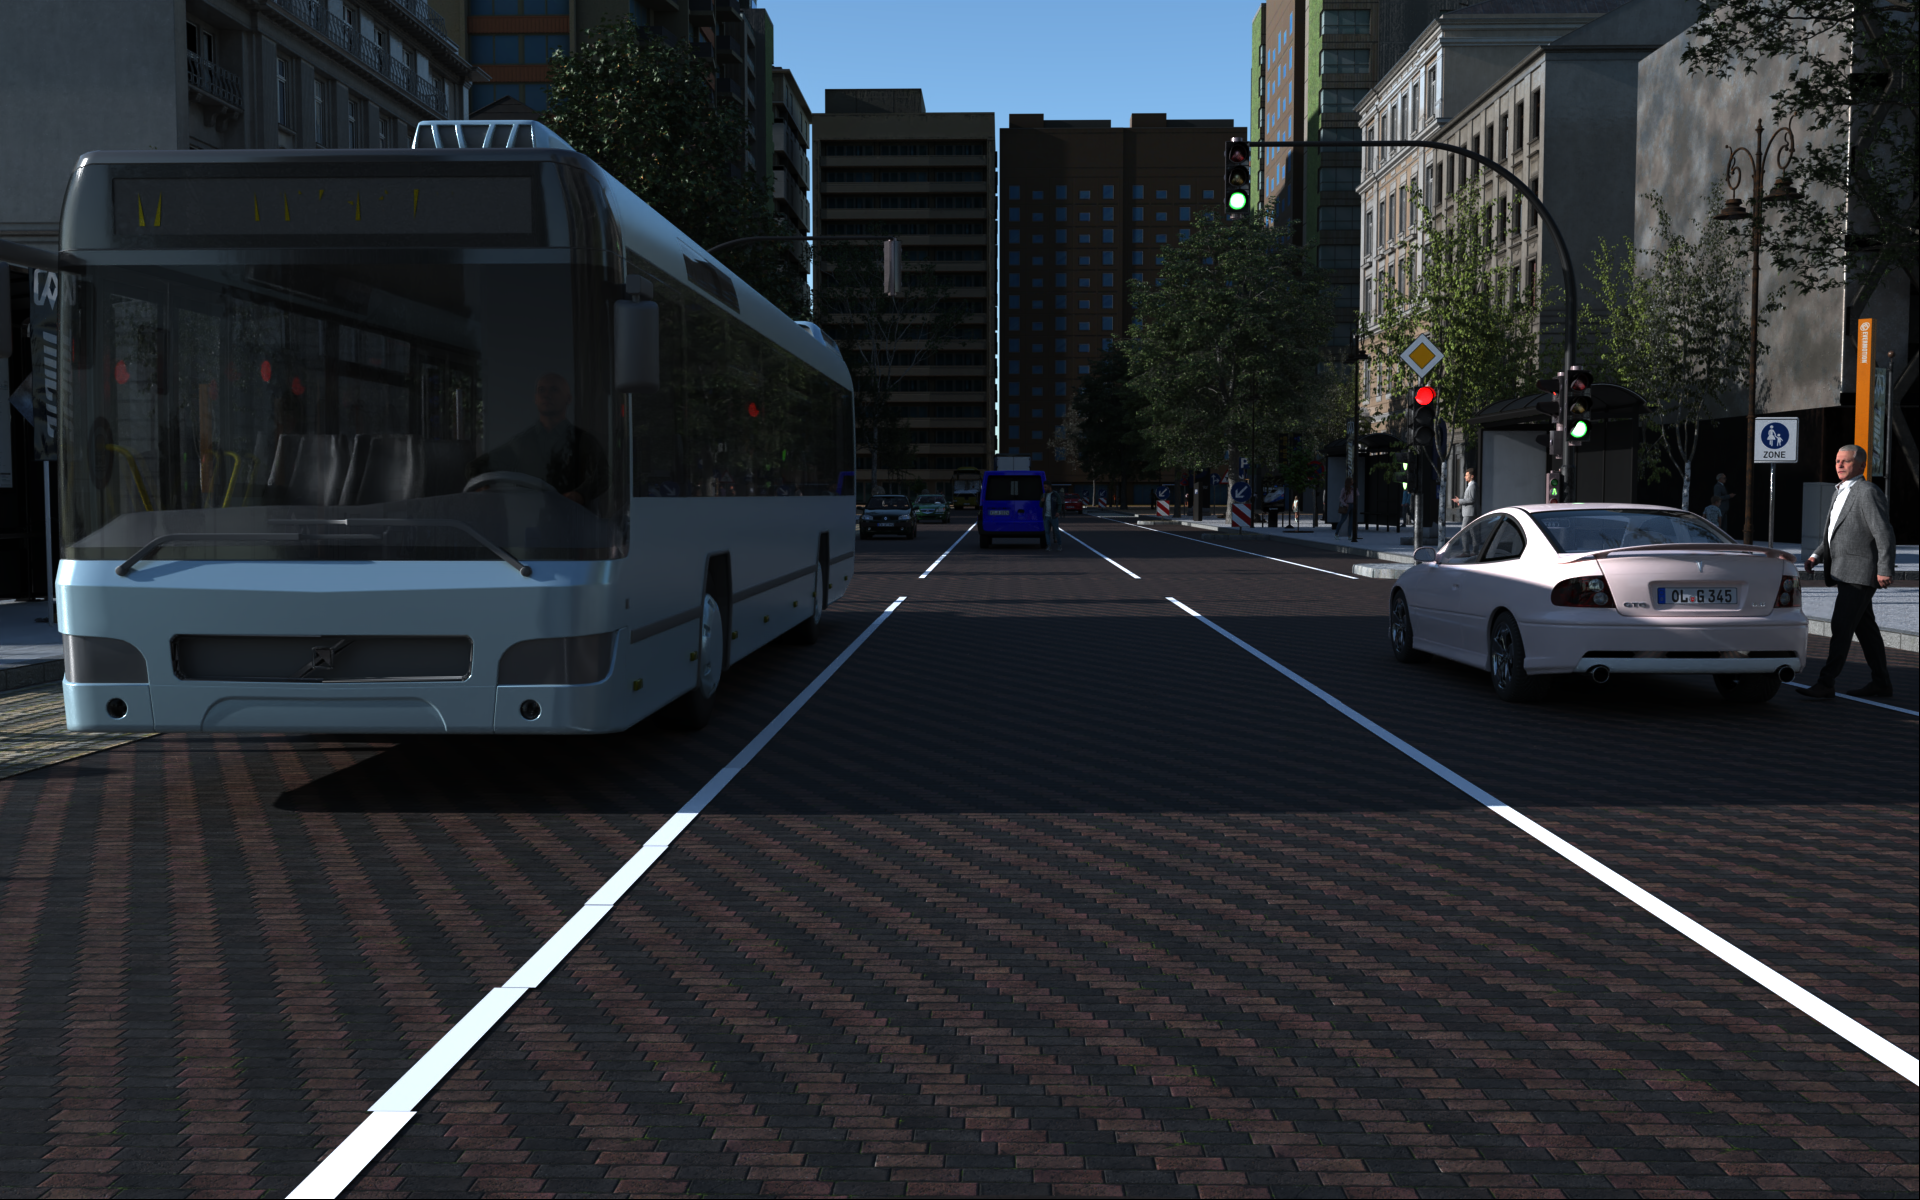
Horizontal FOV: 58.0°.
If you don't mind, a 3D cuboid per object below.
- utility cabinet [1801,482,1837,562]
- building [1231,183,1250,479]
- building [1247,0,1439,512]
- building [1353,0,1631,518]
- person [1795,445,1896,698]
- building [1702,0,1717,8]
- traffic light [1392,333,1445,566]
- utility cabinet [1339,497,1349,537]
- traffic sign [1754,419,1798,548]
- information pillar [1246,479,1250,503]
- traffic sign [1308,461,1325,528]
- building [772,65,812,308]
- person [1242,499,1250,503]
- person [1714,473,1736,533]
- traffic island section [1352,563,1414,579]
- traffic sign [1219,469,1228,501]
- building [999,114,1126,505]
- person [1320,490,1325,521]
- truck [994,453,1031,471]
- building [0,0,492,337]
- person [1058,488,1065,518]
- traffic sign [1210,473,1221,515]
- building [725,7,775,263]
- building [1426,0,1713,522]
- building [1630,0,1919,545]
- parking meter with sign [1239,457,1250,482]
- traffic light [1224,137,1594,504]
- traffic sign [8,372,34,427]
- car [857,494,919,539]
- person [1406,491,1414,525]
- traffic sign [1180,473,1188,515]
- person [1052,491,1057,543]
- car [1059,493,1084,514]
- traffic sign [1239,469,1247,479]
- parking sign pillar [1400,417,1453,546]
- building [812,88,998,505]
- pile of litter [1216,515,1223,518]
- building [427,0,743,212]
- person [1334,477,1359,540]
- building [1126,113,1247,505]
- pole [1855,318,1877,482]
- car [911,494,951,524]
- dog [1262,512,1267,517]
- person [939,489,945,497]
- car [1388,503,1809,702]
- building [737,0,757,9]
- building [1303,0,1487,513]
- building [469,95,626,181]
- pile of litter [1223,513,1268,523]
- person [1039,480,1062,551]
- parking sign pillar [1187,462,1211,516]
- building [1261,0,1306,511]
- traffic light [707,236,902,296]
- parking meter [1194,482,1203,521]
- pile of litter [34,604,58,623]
[{"bbox_3d":[16.146,-1.459,32.528,0.318,1.500,1.173,1,4,12],"label":"utility cabinet"},{"bbox_3d":[32.322,-23.932,162.983,14.160,30.474,14.107,0,4,1],"label":"building"},{"bbox_3d":[31.638,-28.428,148.393,14.154,41.232,14.086,0,4,1],"label":"building"},{"bbox_3d":[30.076,-18.898,94.894,13.634,28.700,20.117,0,4,1],"label":"building"},{"bbox_3d":[6.196,-0.199,12.151,0.834,1.777,0.661,-1,4,-9],"label":"person"},{"bbox_3d":[73.989,-44.012,157.840,20.611,71.187,20.563,0,4,1],"label":"building"},{"bbox_3d":[8.046,-2.536,30.386,0.839,4.253,0.868,0,4,1],"label":"traffic light"},{"bbox_3d":[11.694,-2.535,52.611,0.306,1.237,1.020,1,4,18],"label":"utility cabinet"},{"bbox_3d":[10.856,-1.286,23.155,0.606,2.300,0.079,0,4,5],"label":"traffic sign"},{"bbox_3d":[13.953,-4.893,84.494,0.304,2.012,0.304,1,4,21],"label":"information pillar"},{"bbox_3d":[13.465,-4.020,65.827,0.768,2.556,0.104,1,4,11],"label":"traffic sign"},{"bbox_3d":[-30.713,-38.230,214.306,27.495,52.752,28.713,0,4,1],"label":"building"},{"bbox_3d":[12.428,-4.261,75.681,0.622,1.834,0.822,1,4,22],"label":"person"},{"bbox_3d":[19.388,-2.308,43.957,0.590,1.801,0.661,2,4,31],"label":"person"},{"bbox_3d":[8.086,-0.503,30.499,2.009,0.180,2.903,0,4,1],"label":"traffic island section"},{"bbox_3d":[13.781,-5.454,89.172,0.884,2.594,0.081,1,4,10],"label":"traffic sign"},{"bbox_3d":[11.834,-34.072,207.180,14.200,45.320,14.600,0,4,1],"label":"building"},{"bbox_3d":[17.505,-4.649,82.452,0.661,1.777,0.834,-2,4,-24],"label":"person"},{"bbox_3d":[3.690,-8.325,125.027,2.839,4.237,11.283,0,3,0],"label":"truck"},{"bbox_3d":[-24.437,-12.939,53.361,13.314,21.916,24.055,0,4,1],"label":"building"},{"bbox_3d":[6.078,-5.843,104.208,0.537,1.800,0.526,0,4,-1],"label":"person"},{"bbox_3d":[15.490,-6.443,105.452,0.768,2.556,0.104,0,4,3],"label":"traffic sign"},{"bbox_3d":[-23.046,-28.024,141.781,14.154,41.232,14.086,0,4,1],"label":"building"},{"bbox_3d":[27.422,-13.877,76.035,9.793,20.994,18.267,0,4,1],"label":"building"},{"bbox_3d":[30.146,-11.042,47.997,16.811,18.784,16.820,0,4,1],"label":"building"},{"bbox_3d":[13.376,-5.281,82.601,0.543,3.016,1.738,0,4,-4],"label":"parking meter with sign"},{"bbox_3d":[5.746,-2.914,22.316,4.771,5.953,1.251,0,4,1],"label":"traffic light"},{"bbox_3d":[-8.833,-1.041,16.761,0.795,2.593,0.064,1,4,9],"label":"traffic sign"},{"bbox_3d":[-2.295,-2.822,55.919,2.009,1.686,4.222,0,4,1],"label":"car"},{"bbox_3d":[18.718,-4.030,71.747,0.447,1.846,0.655,0,4,0],"label":"person"},{"bbox_3d":[13.556,-6.388,104.547,0.768,2.556,0.104,0,4,5],"label":"traffic sign"},{"bbox_3d":[2.623,-2.574,50.676,0.635,1.810,0.391,-1,4,-18],"label":"person"},{"bbox_3d":[7.898,-7.077,124.753,2.155,1.783,4.494,0,4,2],"label":"car"},{"bbox_3d":[14.199,-5.380,88.061,0.768,2.556,0.104,1,4,8],"label":"traffic sign"},{"bbox_3d":[11.871,-3.376,43.667,1.447,3.967,1.447,2,4,33],"label":"parking sign pillar"},{"bbox_3d":[-6.252,-35.908,210.799,21.600,48.544,21.300,0,4,1],"label":"building"},{"bbox_3d":[14.140,-4.746,91.566,1.176,0.858,1.719,1,4,16],"label":"pile of litter"},{"bbox_3d":[-27.157,-28.484,120.336,22.147,44.769,28.867,0,4,1],"label":"building"},{"bbox_3d":[10.778,-2.554,48.390,0.593,1.750,0.643,-2,4,-26],"label":"person"},{"bbox_3d":[26.031,-34.055,206.904,14.200,45.320,14.600,0,4,1],"label":"building"},{"bbox_3d":[10.560,-1.615,20.250,0.158,3.312,0.155,0,3,0],"label":"pole"},{"bbox_3d":[-1.457,-4.504,85.444,2.131,1.459,4.920,0,4,2],"label":"car"},{"bbox_3d":[17.096,-4.923,97.317,0.406,0.507,0.540,-1,4,-14],"label":"dog"},{"bbox_3d":[-1.086,-5.244,95.075,0.563,1.720,0.643,1,4,17],"label":"person"},{"bbox_3d":[4.661,-0.057,13.297,2.083,1.381,4.827,0,4,0],"label":"car"},{"bbox_3d":[-31.083,-51.758,158.914,31.000,86.520,22.319,0,4,1],"label":"building"},{"bbox_3d":[30.769,-26.691,119.995,14.154,41.232,14.086,0,4,1],"label":"building"},{"bbox_3d":[-22.101,-14.351,85.554,10.553,20.767,40.483,0,4,1],"label":"building"},{"bbox_3d":[12.973,-3.897,77.680,1.719,0.858,1.176,3,4,39],"label":"pile of litter"},{"bbox_3d":[2.288,-2.137,43.790,0.623,1.781,0.721,1,4,14],"label":"person"},{"bbox_3d":[14.146,-6.967,102.386,1.447,3.967,1.447,1,4,8],"label":"parking sign pillar"},{"bbox_3d":[31.503,-29.598,134.035,14.600,45.320,14.200,0,4,1],"label":"building"},{"bbox_3d":[-3.418,-3.427,30.701,4.771,5.953,1.251,0,4,1],"label":"traffic light"},{"bbox_3d":[11.295,-4.678,82.193,0.255,1.863,0.399,-2,4,-32],"label":"parking meter"},{"bbox_3d":[-8.467,-0.230,17.725,1.719,0.858,1.176,-1,4,-13],"label":"pile of litter"}]
